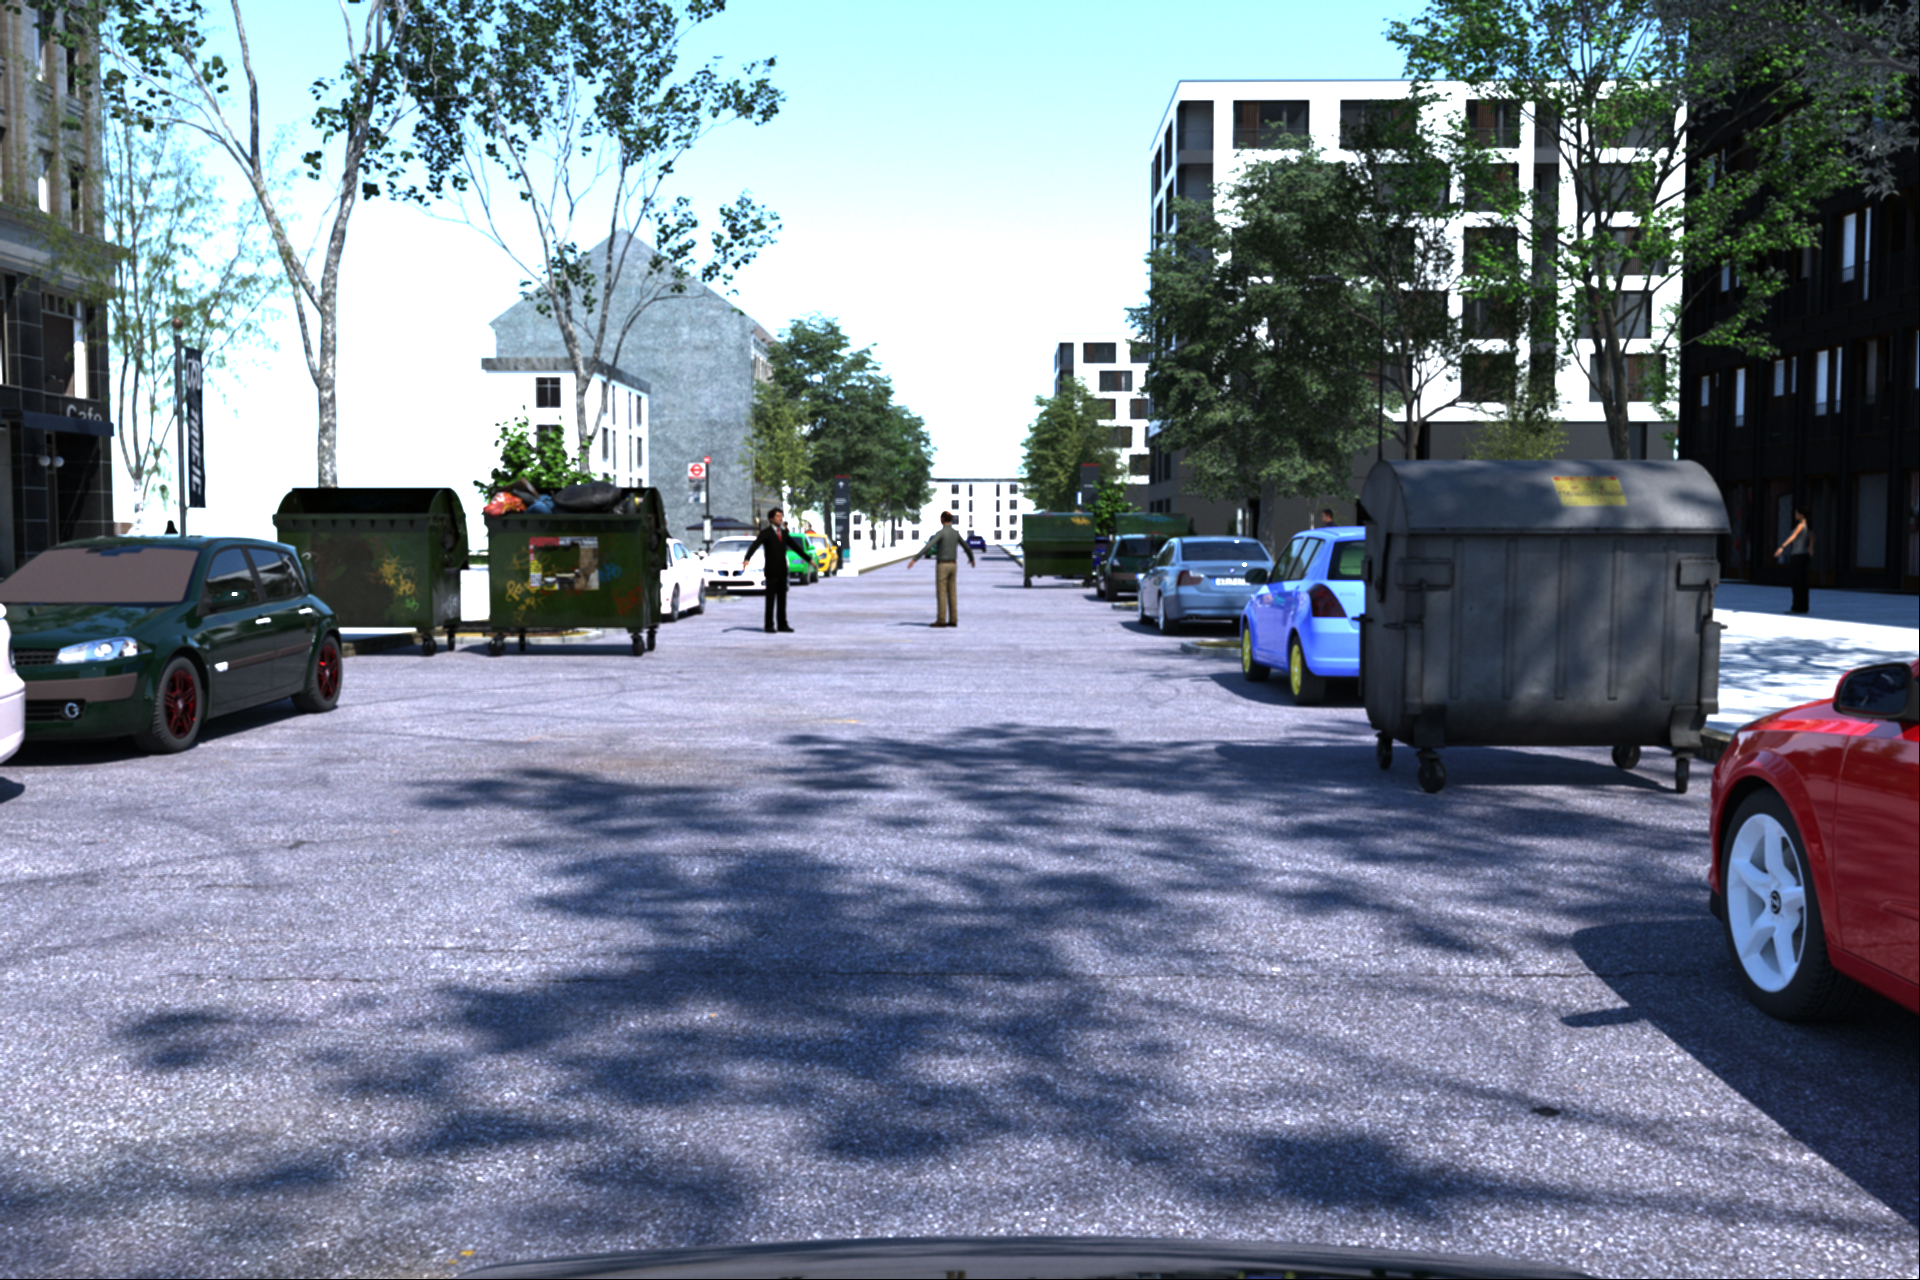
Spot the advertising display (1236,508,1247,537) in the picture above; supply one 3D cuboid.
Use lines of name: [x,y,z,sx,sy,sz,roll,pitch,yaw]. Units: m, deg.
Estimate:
advertising display: [7.113,-2.362,43.827,0.123,1.923,0.974,0,4,1]

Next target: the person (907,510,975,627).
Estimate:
person: [-0.231,-1.099,26.700,1.348,1.796,0.705,-3,5,-42]

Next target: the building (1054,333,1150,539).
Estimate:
building: [24.261,-21.318,192.520,27.936,21.610,32.646,0,4,1]

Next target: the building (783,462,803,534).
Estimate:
building: [-21.479,-15.087,188.823,9.099,9.664,28.070,0,4,1]

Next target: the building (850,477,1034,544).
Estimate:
building: [-3.296,-18.973,254.806,28.070,9.664,9.099,0,4,6]

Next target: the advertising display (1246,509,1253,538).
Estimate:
advertising display: [7.434,-2.424,44.849,0.123,1.923,0.974,0,4,0]

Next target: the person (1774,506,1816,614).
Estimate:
person: [13.443,-1.288,27.869,1.217,1.737,0.721,-3,5,-40]

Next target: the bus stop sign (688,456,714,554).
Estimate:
bus stop sign: [-8.877,-4.326,59.427,0.855,3.939,0.416,0,4,2]

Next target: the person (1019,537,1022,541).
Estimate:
person: [3.518,-5.401,95.109,0.721,1.733,1.217,-1,4,-18]

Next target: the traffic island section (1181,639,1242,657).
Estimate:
traffic island section: [3.736,0.103,21.180,1.991,0.108,1.994,0,4,1]

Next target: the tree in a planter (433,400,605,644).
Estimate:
tree in a planter: [-5.915,-1.601,23.391,1.991,3.239,1.994,0,4,1]

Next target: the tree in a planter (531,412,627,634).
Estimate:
tree in a planter: [-5.910,-1.727,25.465,1.991,3.239,1.994,0,4,1]

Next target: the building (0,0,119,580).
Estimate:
building: [-30.578,-15.768,37.403,16.754,29.471,25.880,0,4,1]

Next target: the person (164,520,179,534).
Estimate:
person: [-25.222,-2.961,55.194,0.721,1.737,1.214,1,4,12]

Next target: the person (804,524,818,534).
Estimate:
person: [-8.199,-5.447,94.992,1.347,1.837,0.705,1,4,11]

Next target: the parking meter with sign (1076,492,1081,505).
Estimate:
parking meter with sign: [5.067,-4.548,70.622,0.543,3.016,1.738,0,4,0]

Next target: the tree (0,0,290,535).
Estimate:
tree: [-11.549,-4.481,23.628,4.360,8.622,3.978,0,3,0]

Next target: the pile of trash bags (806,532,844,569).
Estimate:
pile of trash bags: [-5.202,-3.241,62.742,1.912,1.369,3.447,0,4,2]

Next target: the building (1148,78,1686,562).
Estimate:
building: [24.049,-15.317,94.412,27.936,21.610,32.646,0,4,1]

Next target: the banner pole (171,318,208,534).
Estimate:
banner pole: [-9.064,-1.859,20.409,0.401,3.779,0.863,0,4,0]

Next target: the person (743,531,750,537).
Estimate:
person: [-11.520,-5.147,93.426,0.991,1.433,0.599,0,4,-3]

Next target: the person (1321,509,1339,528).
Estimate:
person: [6.322,-1.389,29.666,0.541,1.710,0.530,-2,4,-31]

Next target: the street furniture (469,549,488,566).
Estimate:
street furniture: [-21.941,-3.359,70.539,10.072,0.657,5.734,-3,5,-39]

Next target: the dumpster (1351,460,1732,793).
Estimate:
dumpster: [3.304,-0.112,10.044,1.865,1.857,1.264,0,4,0]

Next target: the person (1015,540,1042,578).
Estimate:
person: [2.486,-2.962,57.022,1.348,1.813,0.705,0,4,7]

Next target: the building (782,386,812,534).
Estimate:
building: [-24.591,-21.914,214.714,16.016,20.090,11.380,0,4,0]

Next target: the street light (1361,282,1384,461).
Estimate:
street light: [8.123,-3.589,31.217,1.470,5.913,1.316,0,4,0]

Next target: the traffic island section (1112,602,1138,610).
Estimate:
traffic island section: [3.942,-0.643,33.387,1.991,0.108,1.994,0,4,2]

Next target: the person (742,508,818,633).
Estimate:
person: [-2.659,-1.013,25.203,1.347,1.806,0.705,-3,5,-44]

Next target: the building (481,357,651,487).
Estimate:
building: [-21.735,-9.434,96.389,9.099,9.664,28.070,0,4,1]

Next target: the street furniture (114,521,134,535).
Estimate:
street furniture: [-30.696,-3.241,59.837,11.010,1.723,9.812,-1,4,-15]

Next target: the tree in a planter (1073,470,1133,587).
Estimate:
tree in a planter: [4.135,-3.102,47.942,1.991,3.239,1.994,0,4,1]

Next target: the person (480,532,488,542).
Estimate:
person: [-21.965,-4.585,81.144,1.347,1.806,0.705,2,4,35]

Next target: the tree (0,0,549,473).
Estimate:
tree: [-13.007,-10.824,32.856,12.611,20.169,13.585,0,3,0]

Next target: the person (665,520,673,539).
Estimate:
person: [-10.359,-3.333,60.712,0.704,1.802,1.346,1,4,19]

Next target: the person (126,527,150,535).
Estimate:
person: [-20.835,-2.269,44.075,0.756,1.711,0.436,1,4,10]

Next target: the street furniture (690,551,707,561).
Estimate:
street furniture: [-11.132,-3.895,79.307,5.734,0.657,10.072,1,4,12]

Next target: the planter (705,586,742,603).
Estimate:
planter: [-5.716,-0.968,36.964,1.991,0.319,1.994,0,4,2]

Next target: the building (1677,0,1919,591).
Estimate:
building: [25.766,-12.870,39.086,12.332,23.479,15.834,0,4,1]

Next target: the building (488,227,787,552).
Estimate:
building: [-23.991,-18.496,133.343,19.493,23.208,18.063,0,4,1]

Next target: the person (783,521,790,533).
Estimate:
person: [-7.354,-4.079,72.830,0.704,1.812,1.346,1,4,12]

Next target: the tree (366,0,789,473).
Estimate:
tree: [-10.738,-11.845,49.550,12.611,20.169,13.585,0,3,0]
